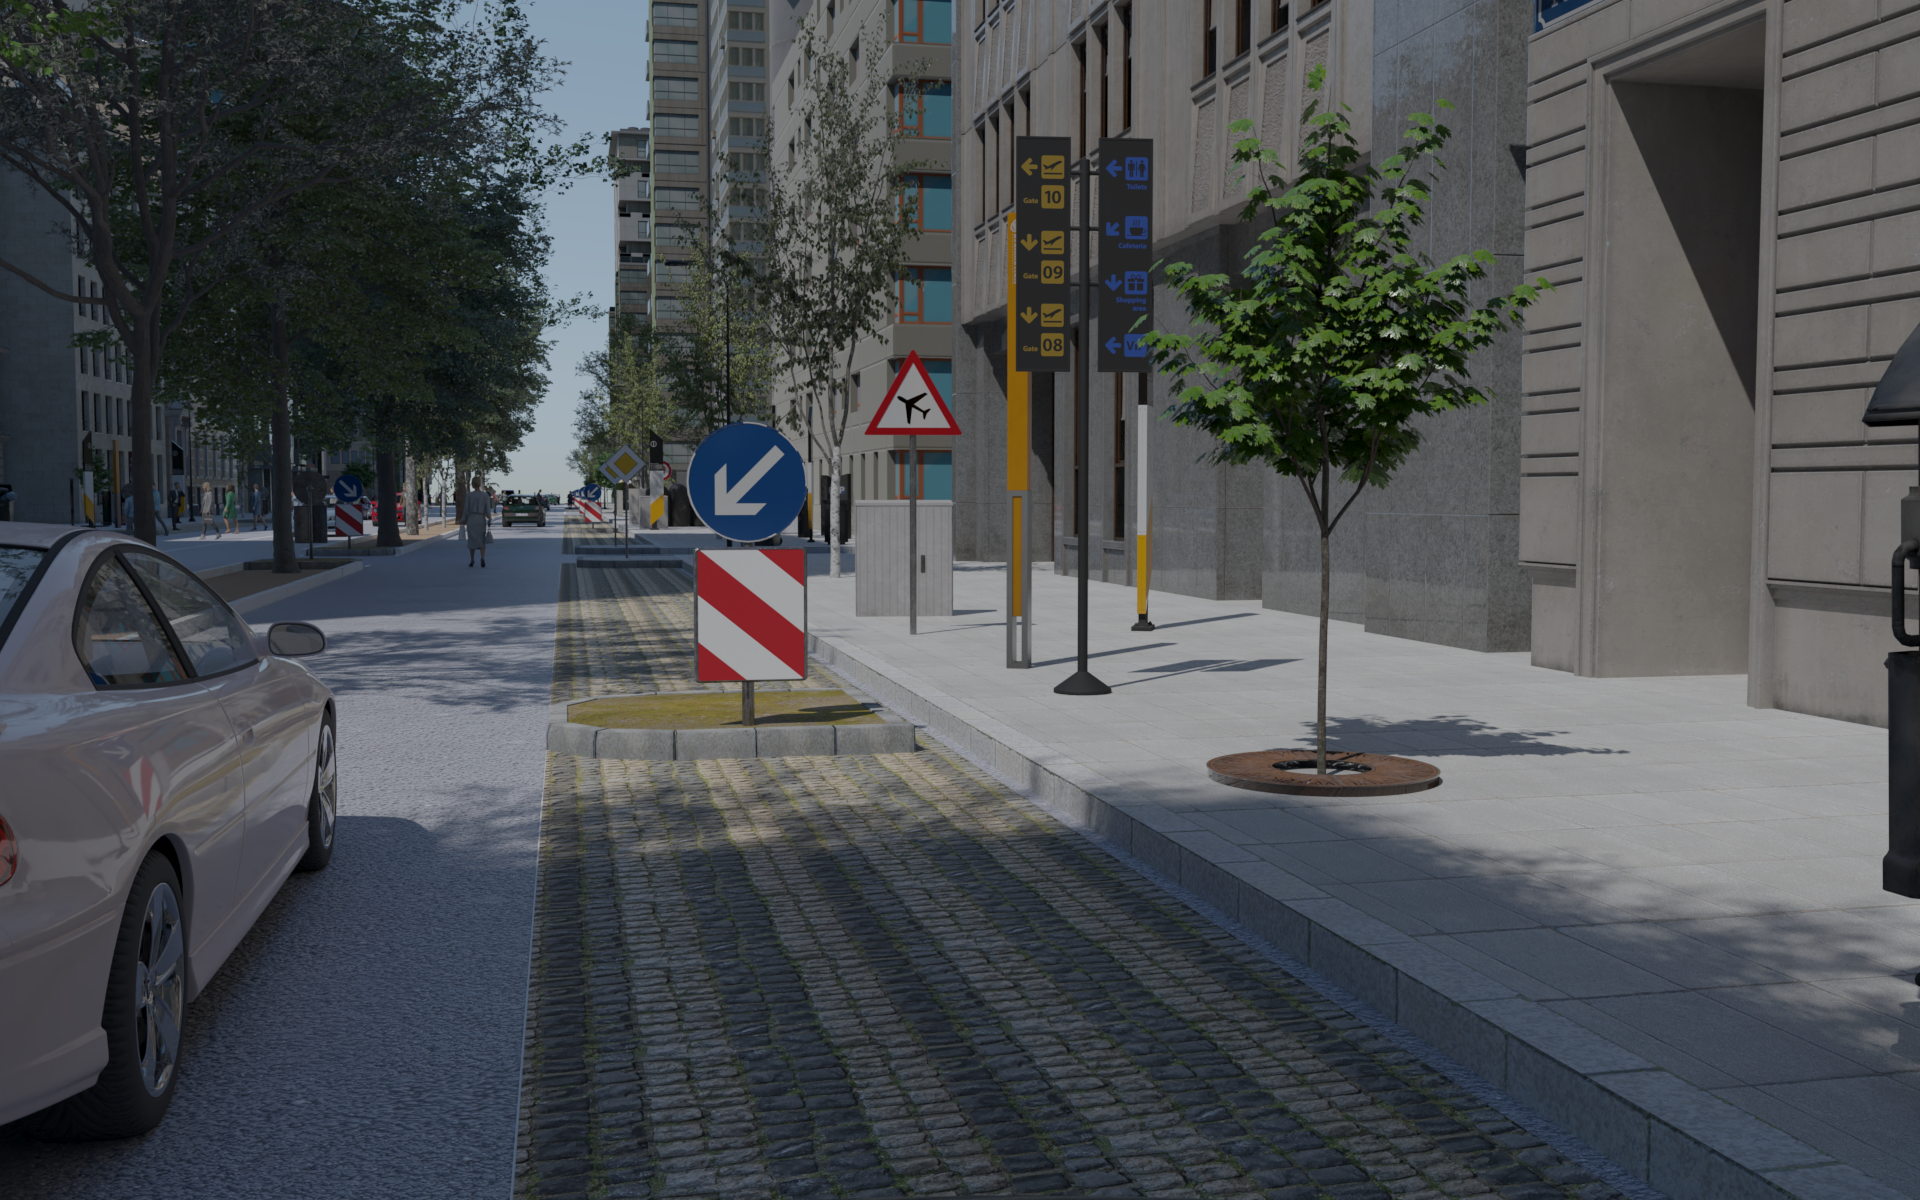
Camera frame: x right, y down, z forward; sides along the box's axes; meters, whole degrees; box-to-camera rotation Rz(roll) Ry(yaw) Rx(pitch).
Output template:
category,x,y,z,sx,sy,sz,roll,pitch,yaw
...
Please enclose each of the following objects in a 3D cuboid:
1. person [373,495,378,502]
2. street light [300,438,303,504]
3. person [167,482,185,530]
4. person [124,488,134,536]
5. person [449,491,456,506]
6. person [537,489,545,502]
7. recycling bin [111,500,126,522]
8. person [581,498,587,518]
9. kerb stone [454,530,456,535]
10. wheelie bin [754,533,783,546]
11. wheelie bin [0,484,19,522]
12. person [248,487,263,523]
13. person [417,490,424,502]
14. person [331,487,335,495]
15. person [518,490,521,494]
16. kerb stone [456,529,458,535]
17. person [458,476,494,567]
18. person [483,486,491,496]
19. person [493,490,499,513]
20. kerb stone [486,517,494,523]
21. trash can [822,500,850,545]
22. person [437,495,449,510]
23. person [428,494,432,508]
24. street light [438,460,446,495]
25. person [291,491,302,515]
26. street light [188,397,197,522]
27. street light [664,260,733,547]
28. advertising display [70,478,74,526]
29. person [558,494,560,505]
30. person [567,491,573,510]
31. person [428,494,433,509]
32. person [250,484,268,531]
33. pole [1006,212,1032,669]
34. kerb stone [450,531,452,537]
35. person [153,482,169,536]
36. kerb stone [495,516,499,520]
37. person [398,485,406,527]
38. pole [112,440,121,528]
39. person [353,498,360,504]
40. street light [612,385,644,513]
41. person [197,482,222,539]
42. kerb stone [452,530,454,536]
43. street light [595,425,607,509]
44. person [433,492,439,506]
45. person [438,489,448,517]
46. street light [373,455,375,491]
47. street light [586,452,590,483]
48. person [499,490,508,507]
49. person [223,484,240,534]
category,x,y,z,sx,sy,sz,roll,pitch,yaw
person,-47.983,-8.121,141.968,0.721,1.739,1.217,1,4,8
street light,-42.594,-8.620,113.477,1.470,5.913,1.316,-1,4,-13
person,-30.885,-3.698,68.318,0.474,1.900,0.648,0,4,7
person,-23.425,-2.371,49.076,0.589,1.601,0.330,-3,5,-42
person,-62.270,-12.533,213.371,1.348,1.831,0.705,-1,4,-23
person,-28.864,-6.752,119.351,0.568,1.767,0.683,-1,4,-12
recycling bin,-38.169,-4.055,78.848,0.722,1.027,0.722,3,5,39
person,-22.230,-5.733,102.474,0.600,1.795,0.529,1,4,14
kerb stone,-17.367,-2.255,59.066,0.120,0.150,1.000,-1,4,-13
wheelie bin,-4.807,-2.140,42.904,0.693,1.594,0.980,1,4,17
wheelie bin,-29.117,-2.735,52.620,0.980,1.594,0.693,-1,4,-17
person,-34.640,-4.687,85.233,0.694,1.812,0.767,0,4,-4
person,-47.274,-8.738,151.396,1.348,1.821,0.705,1,4,14
person,-26.078,-3.850,72.206,0.466,1.731,0.760,1,4,16
person,-29.718,-6.584,116.965,1.217,1.723,0.721,0,4,2
kerb stone,-17.598,-2.316,60.061,0.120,0.150,1.000,-1,4,-13
person,-9.488,-1.532,33.906,0.694,1.780,0.624,-1,4,-11
person,-26.151,-5.357,95.451,0.474,1.900,0.648,1,4,15
person,-34.217,-7.249,127.734,0.721,1.743,1.217,-2,4,-29
kerb stone,-24.423,-4.150,90.041,0.120,0.150,1.000,-1,4,-13
trash can,-3.135,-1.972,43.900,0.748,1.137,0.748,0,3,0
person,-38.461,-7.316,128.944,1.217,1.723,0.721,2,4,29
person,-56.050,-10.464,182.778,0.628,1.438,0.799,-1,4,-9
street light,-70.444,-16.104,235.842,1.470,5.913,1.316,-1,4,-13
person,-27.111,-3.797,70.673,0.616,1.811,0.778,-2,4,-28
street light,-35.014,-6.579,80.100,1.470,5.913,1.316,-1,4,-13
street light,-5.173,-3.797,34.629,1.470,5.913,1.316,-1,4,-13
advertising display,-35.459,-3.912,69.172,0.123,1.923,0.974,-2,4,-27
person,-53.858,-13.514,232.717,0.557,1.426,1.065,-1,4,-10
person,-33.522,-8.532,148.909,0.541,1.710,0.530,-2,4,-34
person,-52.460,-9.767,171.442,1.065,1.426,0.557,-3,4,-36
person,-27.496,-3.629,67.856,0.654,1.822,0.581,1,4,10
pole,0.436,-1.153,12.687,0.158,3.312,0.155,0,3,0
kerb stone,-16.915,-2.133,57.072,0.120,0.150,1.000,-1,4,-13
person,-27.547,-3.118,59.339,0.748,1.841,0.638,0,4,7
kerb stone,-25.790,-4.516,96.036,0.120,0.150,1.000,-1,4,-13
person,-23.974,-4.072,74.984,0.656,1.842,0.836,-1,4,-23
pole,-31.809,-4.372,65.326,0.158,3.312,0.155,0,3,0
person,-31.787,-5.042,91.107,0.590,1.801,0.661,-2,4,-29
street light,-14.053,-6.189,73.725,1.470,5.913,1.316,-1,4,-13
person,-23.660,-2.808,54.596,0.728,1.800,0.709,-3,4,-39
kerb stone,-17.145,-2.192,58.068,0.120,0.150,1.000,-1,4,-13
street light,-23.591,-8.743,115.492,1.470,5.913,1.316,-1,4,-13
person,-62.000,-11.998,205.391,1.217,1.736,0.721,1,4,17
person,-32.863,-6.193,110.025,0.678,1.792,0.850,0,4,-2
street light,-52.109,-11.195,155.585,1.470,5.913,1.316,-1,4,-13
street light,-30.877,-10.718,147.783,1.470,5.913,1.316,-1,4,-13
person,-34.745,-7.528,132.368,0.721,1.735,1.217,3,4,37
person,-26.272,-3.282,62.410,0.529,1.795,0.600,0,4,-8
